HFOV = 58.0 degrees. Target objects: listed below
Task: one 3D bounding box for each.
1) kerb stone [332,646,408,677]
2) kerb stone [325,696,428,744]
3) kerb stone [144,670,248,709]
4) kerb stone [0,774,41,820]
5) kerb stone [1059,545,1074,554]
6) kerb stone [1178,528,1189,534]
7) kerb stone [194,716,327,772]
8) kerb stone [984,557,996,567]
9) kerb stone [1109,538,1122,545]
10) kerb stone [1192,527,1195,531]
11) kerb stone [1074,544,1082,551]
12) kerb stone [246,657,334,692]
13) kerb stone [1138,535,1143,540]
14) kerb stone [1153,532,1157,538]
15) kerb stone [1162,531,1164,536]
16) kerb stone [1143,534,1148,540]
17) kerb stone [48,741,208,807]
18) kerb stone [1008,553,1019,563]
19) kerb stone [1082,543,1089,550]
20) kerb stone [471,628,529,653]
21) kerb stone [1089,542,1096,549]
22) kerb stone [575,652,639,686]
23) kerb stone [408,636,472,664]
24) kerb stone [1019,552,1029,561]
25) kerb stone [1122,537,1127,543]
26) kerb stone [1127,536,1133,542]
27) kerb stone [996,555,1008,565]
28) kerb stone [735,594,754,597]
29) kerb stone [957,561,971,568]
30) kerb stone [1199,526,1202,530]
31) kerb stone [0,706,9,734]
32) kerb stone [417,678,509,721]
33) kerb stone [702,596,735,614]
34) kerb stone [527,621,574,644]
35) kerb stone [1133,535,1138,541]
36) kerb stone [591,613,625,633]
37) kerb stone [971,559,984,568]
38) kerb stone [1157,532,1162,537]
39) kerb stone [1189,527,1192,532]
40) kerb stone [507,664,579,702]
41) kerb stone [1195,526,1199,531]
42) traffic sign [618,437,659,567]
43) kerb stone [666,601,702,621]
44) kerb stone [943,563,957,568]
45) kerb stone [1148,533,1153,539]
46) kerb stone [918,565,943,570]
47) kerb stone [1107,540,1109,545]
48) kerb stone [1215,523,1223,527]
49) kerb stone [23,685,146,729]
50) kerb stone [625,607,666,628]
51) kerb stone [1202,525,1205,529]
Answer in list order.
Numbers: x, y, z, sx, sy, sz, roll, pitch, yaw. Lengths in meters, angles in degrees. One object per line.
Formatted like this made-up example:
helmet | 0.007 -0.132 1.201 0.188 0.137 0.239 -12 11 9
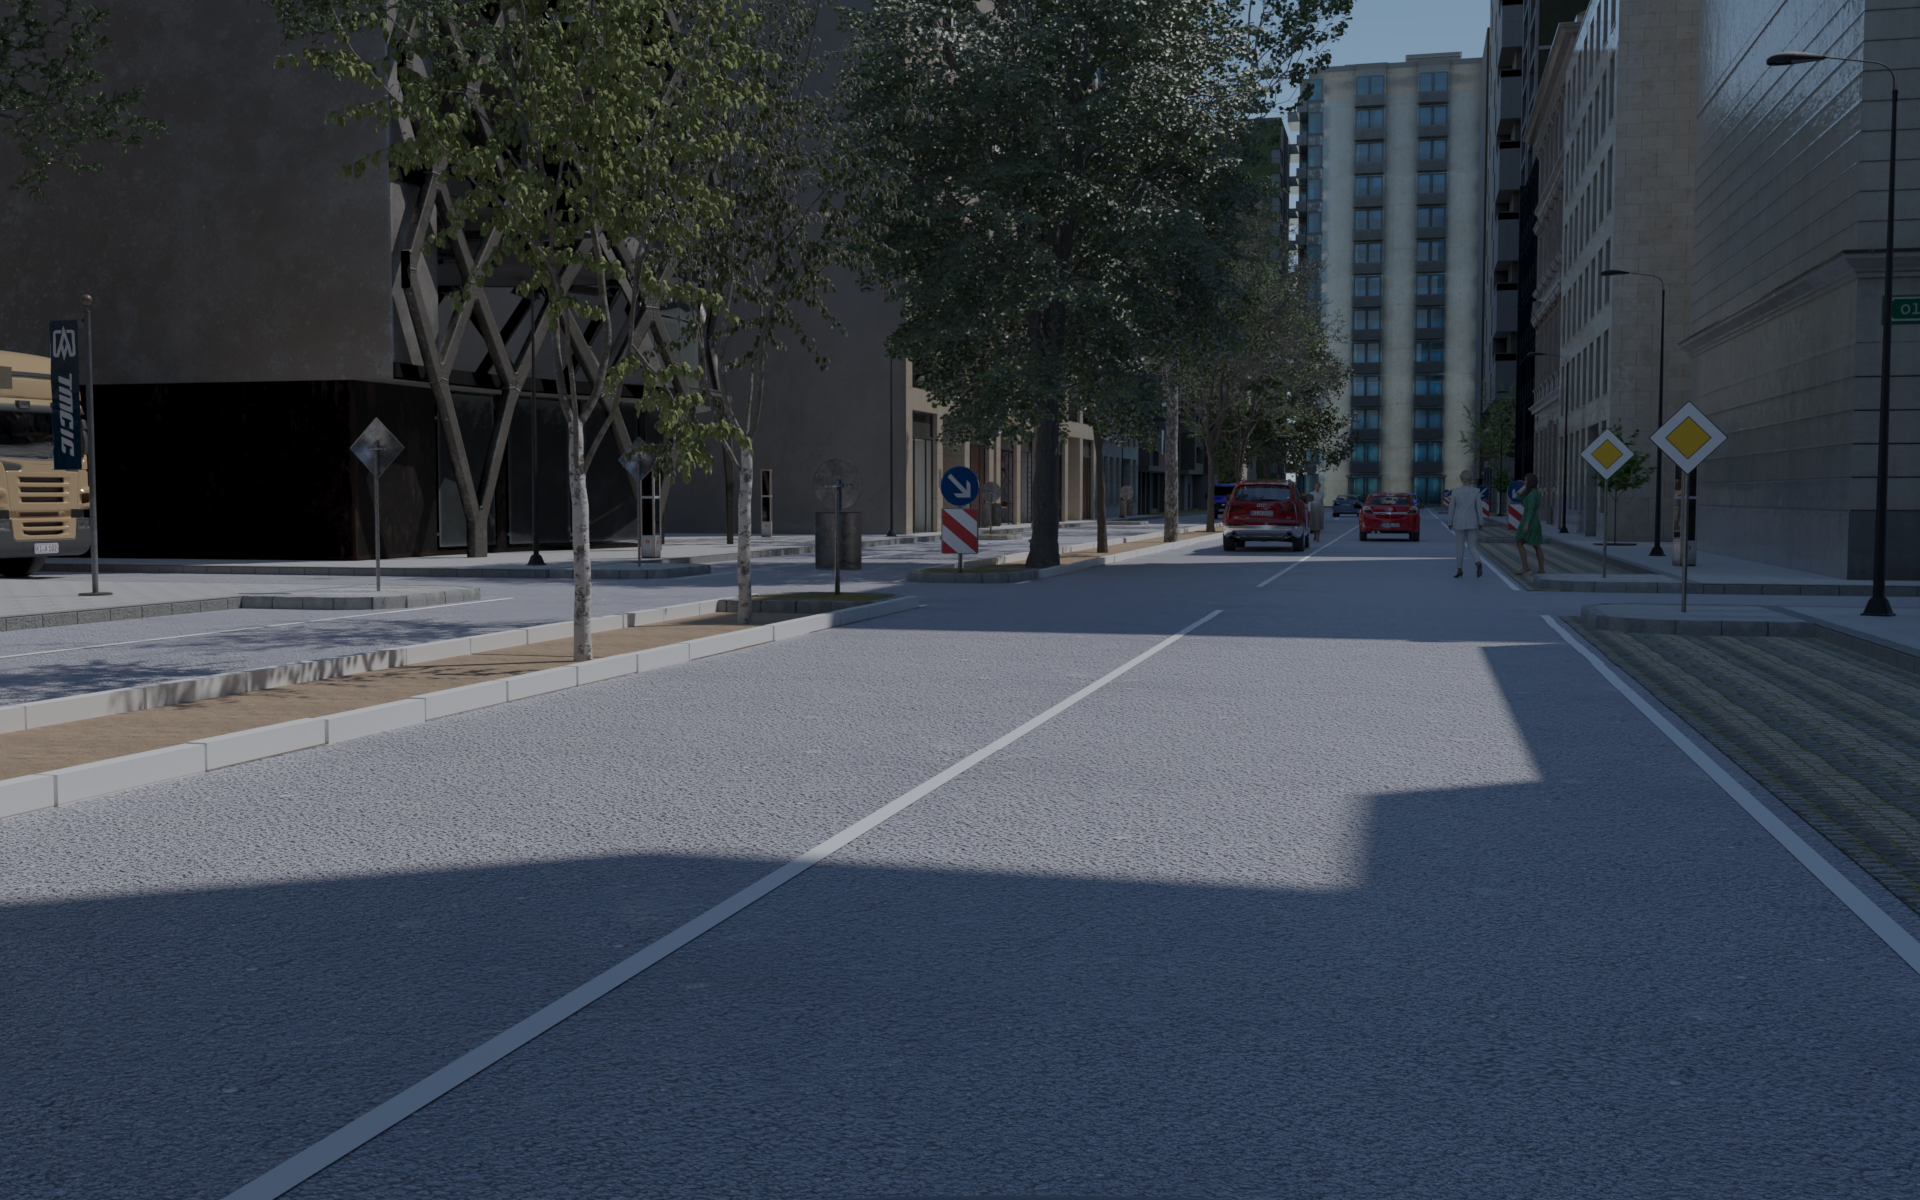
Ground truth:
kerb stone | -4.798 0.504 13.950 0.120 0.150 1.000 1 4 15
kerb stone | -3.546 0.728 10.414 0.120 0.150 1.000 1 4 15
kerb stone | -5.317 0.626 11.967 0.120 0.150 1.000 1 4 15
kerb stone | -4.324 0.905 7.444 0.120 0.150 1.000 1 4 15
kerb stone | 2.555 -1.224 42.223 0.120 0.150 1.000 1 4 15
kerb stone | 8.248 -2.562 64.080 0.120 0.150 1.000 1 4 15
kerb stone | -3.813 0.781 9.427 0.120 0.150 1.000 1 4 15
kerb stone | 0.493 -0.738 34.284 0.120 0.150 1.000 1 4 15
kerb stone | 4.380 -1.644 49.181 0.120 0.150 1.000 1 4 15
kerb stone | 8.766 -2.684 66.074 0.120 0.150 1.000 1 4 15
kerb stone | 2.818 -1.283 43.216 0.120 0.150 1.000 1 4 15
kerb stone | -5.058 0.565 12.959 0.120 0.150 1.000 1 4 15
kerb stone | 5.410 -1.891 53.149 0.120 0.150 1.000 1 4 15
kerb stone | 6.184 -2.075 56.124 0.120 0.150 1.000 1 4 15
kerb stone | 6.697 -2.197 58.110 0.120 0.150 1.000 1 4 15
kerb stone | 5.663 -1.954 54.139 0.120 0.150 1.000 1 4 15
kerb stone | -4.065 0.846 8.433 0.120 0.150 1.000 1 4 15
kerb stone | 1.016 -0.858 36.270 0.120 0.150 1.000 1 4 15
kerb stone | 3.074 -1.342 44.206 0.120 0.150 1.000 1 4 15
kerb stone | -4.292 0.387 15.944 0.120 0.150 1.000 1 4 15
kerb stone | 3.331 -1.407 45.201 0.120 0.150 1.000 1 4 15
kerb stone | -2.776 0.538 13.403 0.120 0.150 1.000 1 4 15
kerb stone | -4.545 0.448 14.940 0.120 0.150 1.000 1 4 15
kerb stone | 1.265 -0.922 37.267 0.120 0.150 1.000 1 4 15
kerb stone | 4.626 -1.711 50.174 0.120 0.150 1.000 1 4 15
kerb stone | 4.901 -1.772 51.163 0.120 0.150 1.000 1 4 15
kerb stone | 0.756 -0.800 35.282 0.120 0.150 1.000 1 4 15
kerb stone | -2.737 0.022 21.882 0.120 0.150 1.000 1 4 15
kerb stone | -0.023 -0.618 32.306 0.120 0.150 1.000 1 4 15
kerb stone | 9.279 -2.801 68.054 0.120 0.150 1.000 1 4 15
kerb stone | -5.831 0.747 9.989 0.120 0.150 1.000 1 4 15
kerb stone | -3.295 0.660 11.406 0.120 0.150 1.000 1 4 15
kerb stone | -2.992 0.080 20.892 0.120 0.150 1.000 1 4 15
kerb stone | -4.028 0.322 16.932 0.120 0.150 1.000 1 4 15
kerb stone | 5.147 -1.832 52.156 0.120 0.150 1.000 1 4 15
kerb stone | -3.768 0.264 17.921 0.120 0.150 1.000 1 4 15
kerb stone | 0.238 -0.679 33.294 0.120 0.150 1.000 1 4 15
kerb stone | 6.434 -2.136 57.115 0.120 0.150 1.000 1 4 15
kerb stone | 8.513 -2.617 65.081 0.120 0.150 1.000 1 4 15
kerb stone | -3.036 0.601 12.405 0.120 0.150 1.000 1 4 15
kerb stone | 9.025 -2.742 67.063 0.120 0.150 1.000 1 4 15
traffic sign | -5.657 -1.644 30.515 0.795 2.450 0.064 1 4 15
kerb stone | -3.250 0.140 19.901 0.120 0.150 1.000 1 4 15
kerb stone | -0.282 -0.556 31.313 0.120 0.150 1.000 1 4 15
kerb stone | 5.926 -2.012 55.129 0.120 0.150 1.000 1 4 15
kerb stone | -0.539 -0.492 30.323 0.120 0.150 1.000 1 4 15
kerb stone | 3.855 -1.526 47.185 0.120 0.150 1.000 1 4 15
kerb stone | 11.345 -3.289 76.000 0.120 0.150 1.000 1 4 15
kerb stone | -5.581 0.686 10.980 0.120 0.150 1.000 1 4 15
kerb stone | -3.503 0.201 18.911 0.120 0.150 1.000 1 4 15
kerb stone | 9.544 -2.864 69.047 0.120 0.150 1.000 1 4 15
